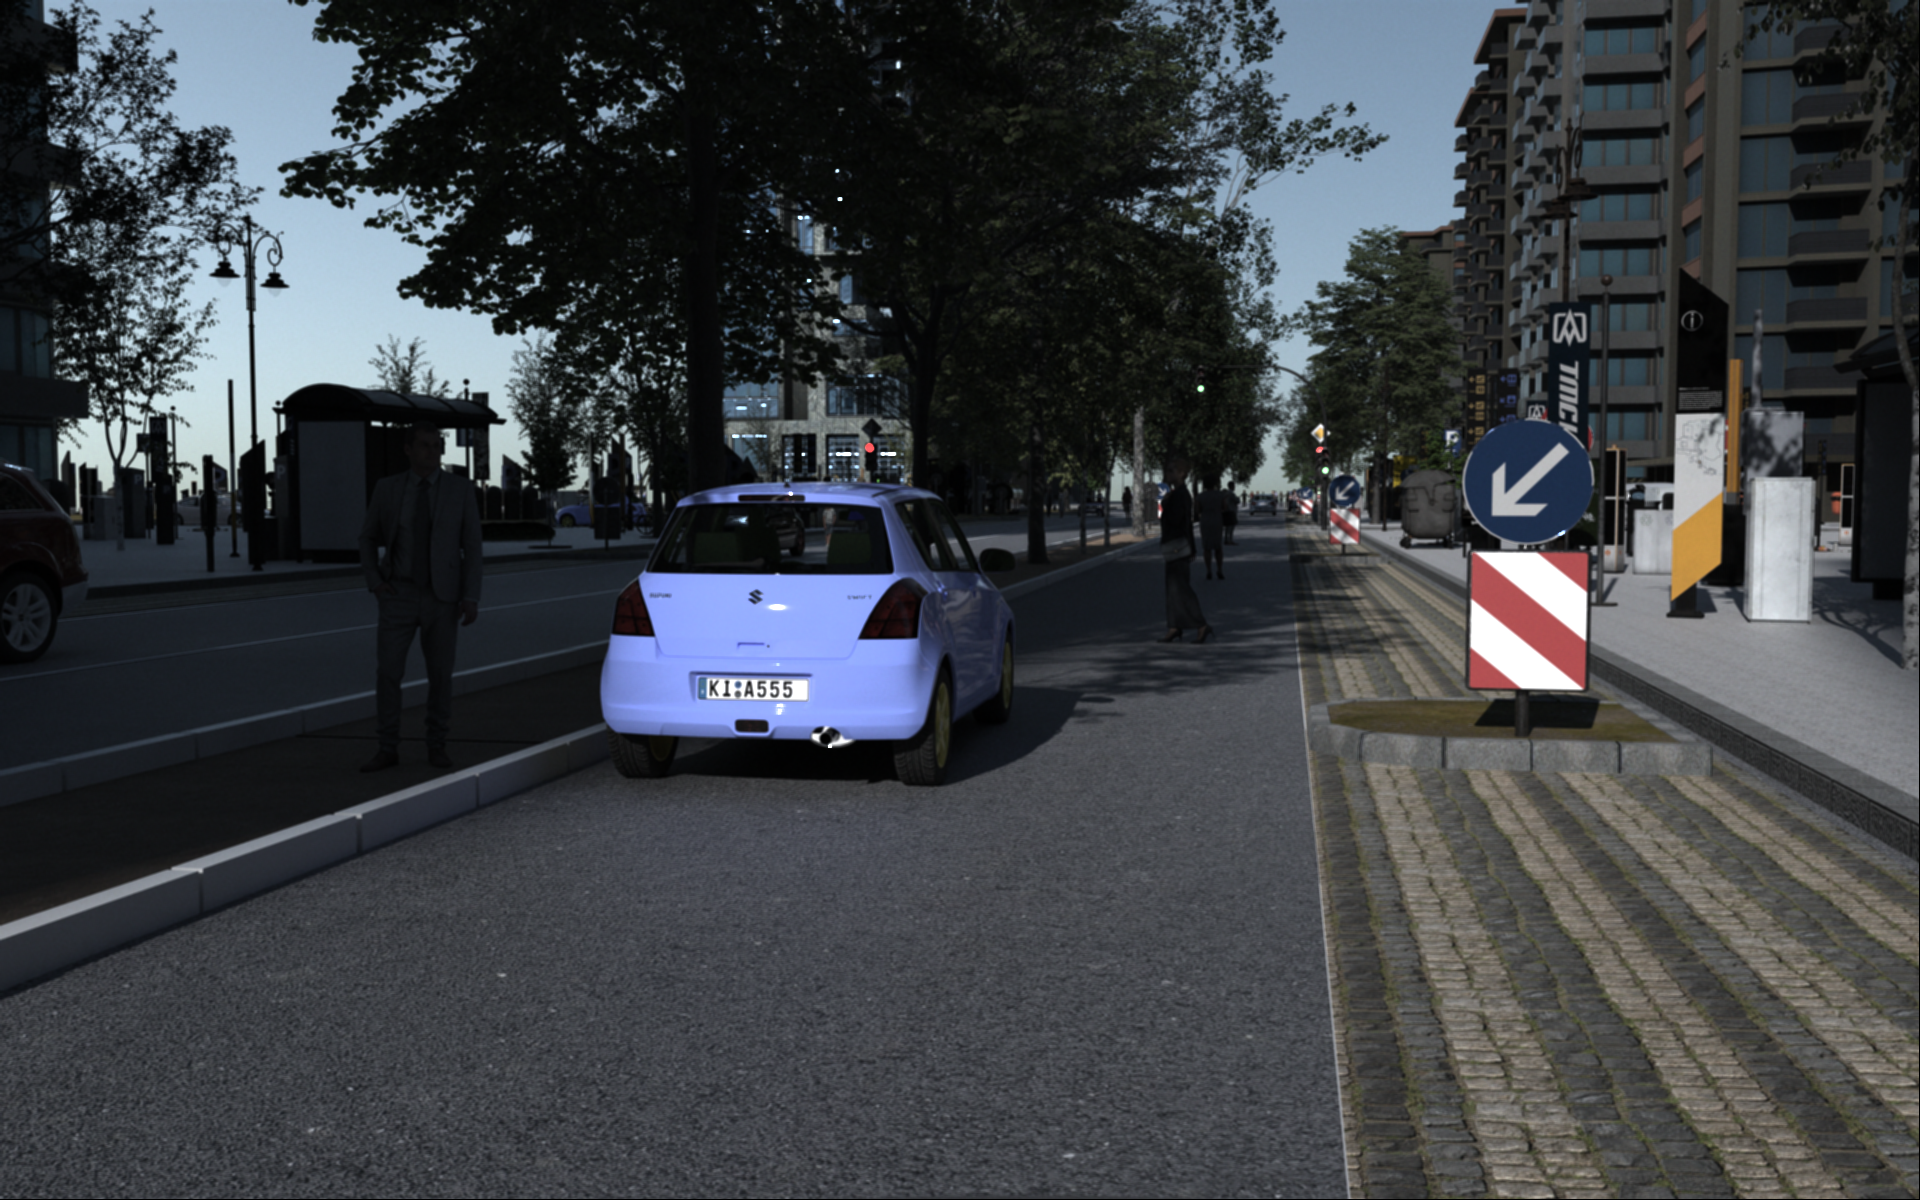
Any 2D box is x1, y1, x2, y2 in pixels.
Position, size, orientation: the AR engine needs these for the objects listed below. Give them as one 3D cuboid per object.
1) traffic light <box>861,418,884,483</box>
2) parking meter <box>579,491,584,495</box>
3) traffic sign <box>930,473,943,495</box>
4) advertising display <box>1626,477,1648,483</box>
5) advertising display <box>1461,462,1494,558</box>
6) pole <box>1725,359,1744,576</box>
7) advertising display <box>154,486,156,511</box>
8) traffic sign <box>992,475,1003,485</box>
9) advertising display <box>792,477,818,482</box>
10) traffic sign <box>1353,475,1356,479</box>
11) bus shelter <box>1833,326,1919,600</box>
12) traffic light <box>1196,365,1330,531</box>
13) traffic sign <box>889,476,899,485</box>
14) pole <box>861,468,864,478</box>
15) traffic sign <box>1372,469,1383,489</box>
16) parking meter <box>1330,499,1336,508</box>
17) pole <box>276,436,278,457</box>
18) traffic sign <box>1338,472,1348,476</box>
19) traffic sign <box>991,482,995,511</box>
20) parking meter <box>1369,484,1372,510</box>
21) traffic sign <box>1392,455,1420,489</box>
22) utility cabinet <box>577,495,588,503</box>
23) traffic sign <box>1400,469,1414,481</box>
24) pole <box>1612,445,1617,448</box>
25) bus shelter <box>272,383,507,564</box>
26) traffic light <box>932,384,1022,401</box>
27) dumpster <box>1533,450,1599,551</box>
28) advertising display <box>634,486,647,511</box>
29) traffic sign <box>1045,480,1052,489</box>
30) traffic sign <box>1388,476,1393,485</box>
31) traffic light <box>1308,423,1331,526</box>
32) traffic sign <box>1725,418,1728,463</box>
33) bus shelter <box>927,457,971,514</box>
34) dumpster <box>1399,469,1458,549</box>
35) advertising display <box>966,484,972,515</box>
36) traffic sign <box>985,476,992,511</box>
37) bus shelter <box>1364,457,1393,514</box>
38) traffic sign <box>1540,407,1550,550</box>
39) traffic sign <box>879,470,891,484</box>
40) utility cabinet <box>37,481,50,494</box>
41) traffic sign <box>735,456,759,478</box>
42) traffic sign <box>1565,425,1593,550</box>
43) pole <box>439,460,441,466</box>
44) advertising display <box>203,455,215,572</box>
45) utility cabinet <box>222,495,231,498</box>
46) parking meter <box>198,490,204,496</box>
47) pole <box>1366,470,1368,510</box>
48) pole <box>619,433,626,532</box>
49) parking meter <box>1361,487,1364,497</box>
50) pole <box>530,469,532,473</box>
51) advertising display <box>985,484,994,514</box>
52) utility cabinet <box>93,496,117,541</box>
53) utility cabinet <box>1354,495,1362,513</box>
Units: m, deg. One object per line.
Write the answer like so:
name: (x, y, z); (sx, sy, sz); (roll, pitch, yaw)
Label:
traffic light: (-3.241, -4.581, 63.817); (0.839, 4.253, 0.868); (1, 4, 11)
parking meter: (-27.724, -7.246, 126.876); (0.372, 1.533, 0.369); (0, 3, 0)
traffic sign: (-1.456, -6.524, 106.780); (0.768, 2.556, 0.104); (1, 4, 12)
advertising display: (26.033, -3.771, 66.877); (0.974, 1.923, 0.123); (2, 4, 25)
advertising display: (10.363, -1.795, 34.570); (0.123, 1.923, 0.974); (-1, 4, -22)
pole: (11.754, -1.986, 26.308); (0.158, 3.312, 0.155); (0, 3, 0)
advertising display: (-62.258, -7.855, 133.634); (0.123, 1.923, 0.974); (0, 4, 8)
traffic sign: (2.431, -6.884, 112.666); (0.768, 2.556, 0.104); (1, 4, 14)
advertising display: (-5.833, -3.667, 65.174); (0.974, 1.923, 0.123); (0, 4, -7)
traffic sign: (27.083, -7.294, 119.254); (0.884, 2.594, 0.081); (1, 4, 16)
bus shelter: (11.200, -1.499, 18.437); (2.014, 3.302, 5.546); (1, 4, 10)
traffic light: (10.725, -5.286, 61.098); (4.771, 5.953, 1.251); (1, 4, 11)
traffic sign: (-3.661, -5.731, 95.830); (0.606, 2.300, 0.079); (1, 4, 11)
pole: (-7.722, -8.745, 136.816); (0.158, 3.312, 0.155); (0, 3, 0)
traffic sign: (21.393, -5.395, 88.315); (0.768, 2.556, 0.104); (1, 4, 17)
parking meter: (23.267, -6.263, 108.110); (0.399, 1.863, 0.255); (1, 4, 19)
pole: (-23.896, -4.095, 60.790); (0.158, 3.312, 0.155); (0, 3, 0)
traffic sign: (21.790, -6.010, 98.375); (0.768, 2.556, 0.104); (1, 4, 12)
traffic sign: (2.514, -7.559, 124.771); (0.795, 2.450, 0.064); (1, 4, 17)
parking meter: (22.909, -5.529, 96.117); (0.399, 1.863, 0.255); (1, 4, 13)
traffic sign: (23.469, -5.838, 89.327); (2.265, 3.308, 0.079); (1, 4, 14)
utility cabinet: (-25.153, -6.377, 115.426); (1.020, 1.237, 0.306); (-1, 4, -14)
traffic sign: (22.769, -5.382, 88.094); (0.768, 2.556, 0.104); (1, 4, 18)
pole: (26.987, -4.749, 71.485); (0.158, 3.312, 0.155); (0, 3, 0)
bus shelter: (-11.149, -2.478, 34.443); (2.014, 3.302, 5.546); (1, 4, 10)
traffic light: (0.294, -5.911, 71.319); (4.771, 5.953, 1.251); (1, 4, 11)
dumpster: (11.409, -1.829, 32.402); (1.502, 2.255, 1.985); (1, 4, 10)
advertising display: (-24.398, -7.768, 132.223); (0.974, 1.923, 0.123); (1, 4, 14)
traffic sign: (6.526, -7.751, 128.853); (0.606, 2.300, 0.079); (1, 4, 12)
traffic sign: (23.827, -5.858, 96.960); (0.795, 2.450, 0.064); (1, 4, 15)
traffic light: (14.261, -4.880, 68.706); (0.839, 4.253, 0.868); (1, 4, 11)
traffic sign: (12.621, -1.759, 28.861); (0.768, 2.556, 0.104); (1, 4, 17)
bus shelter: (-0.673, -7.258, 109.949); (1.731, 3.624, 6.357); (1, 4, 10)
dumpster: (11.078, -2.154, 40.980); (1.264, 1.857, 1.865); (1, 4, 11)
advertising display: (0.571, -6.254, 107.460); (0.123, 1.923, 0.974); (1, 4, 18)
traffic sign: (1.918, -7.466, 122.073); (0.884, 2.594, 0.081); (1, 4, 15)
bus shelter: (28.584, -7.778, 118.460); (1.731, 3.624, 6.357); (1, 4, 11)
traffic sign: (8.404, -1.512, 24.718); (0.884, 2.594, 0.081); (1, 4, 12)
traffic sign: (-4.205, -5.789, 94.661); (0.884, 2.594, 0.081); (1, 4, 15)
utility cabinet: (-14.848, -1.154, 27.544); (1.173, 1.500, 0.318); (3, 5, 40)
traffic sign: (-7.221, -3.592, 58.728); (0.884, 2.594, 0.081); (1, 4, 15)
traffic sign: (9.889, -1.720, 28.220); (0.768, 2.556, 0.104); (1, 4, 13)
pole: (-28.460, -6.172, 94.755); (0.158, 3.312, 0.155); (0, 3, 0)
advertising display: (-12.501, -1.444, 28.829); (0.123, 1.923, 0.974); (-2, 4, -25)
utility cabinet: (-41.098, -5.304, 97.882); (0.306, 1.237, 1.020); (3, 5, 43)
parking meter: (-44.688, -5.732, 102.123); (0.372, 1.533, 0.369); (0, 3, 0)
pole: (32.728, -8.878, 138.998); (0.158, 3.312, 0.155); (0, 3, 0)
pole: (-11.342, -3.938, 58.228); (0.158, 3.312, 0.155); (0, 3, 0)
parking meter: (32.855, -8.312, 141.617); (0.255, 1.863, 0.399); (1, 4, 11)
pole: (-25.958, -6.778, 104.664); (0.158, 3.312, 0.155); (0, 3, 0)
advertising display: (2.027, -6.603, 113.167); (0.974, 1.923, 0.123); (0, 4, 1)
utility cabinet: (-23.747, -2.263, 48.159); (0.306, 1.237, 1.020); (0, 4, -8)
utility cabinet: (26.195, -6.357, 115.106); (1.020, 1.237, 0.306); (0, 4, 2)
